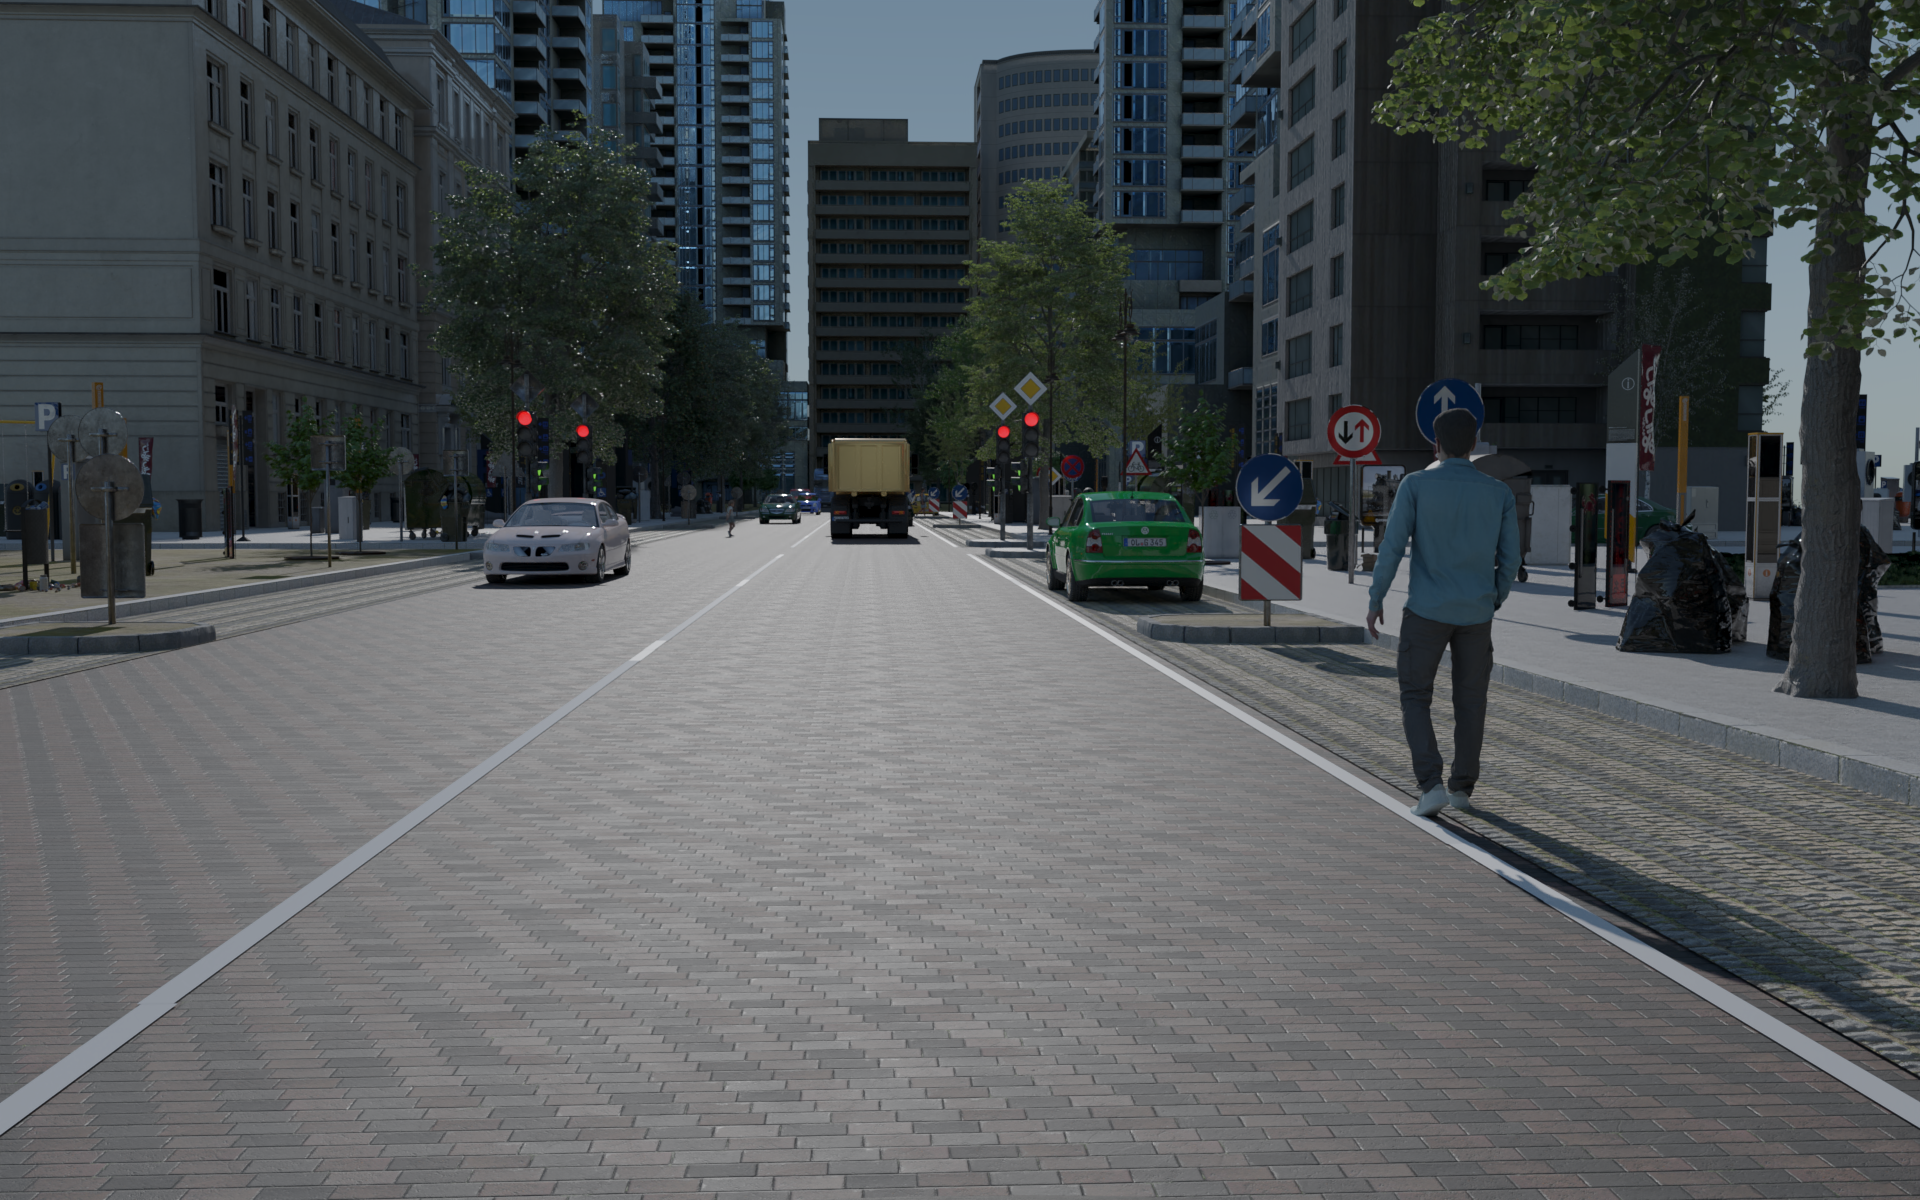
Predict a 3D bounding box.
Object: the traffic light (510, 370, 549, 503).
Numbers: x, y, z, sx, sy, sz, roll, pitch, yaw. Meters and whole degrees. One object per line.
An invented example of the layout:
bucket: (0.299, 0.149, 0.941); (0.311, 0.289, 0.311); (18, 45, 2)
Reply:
traffic light: (-9.749, -3.072, 39.155); (0.839, 4.253, 0.868); (0, 4, -3)

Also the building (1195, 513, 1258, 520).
building: (23.569, -47.836, 94.793); (22.319, 86.520, 31.000); (0, 4, -3)

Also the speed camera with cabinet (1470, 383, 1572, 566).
speed camera with cabinet: (9.929, -2.255, 31.212); (2.038, 3.252, 0.660); (0, 4, -1)

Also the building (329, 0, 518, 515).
building: (-33.238, -19.005, 96.639); (13.634, 28.700, 20.117); (0, 4, -3)

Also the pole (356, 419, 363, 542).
pole: (-16.011, -3.197, 46.117); (0.158, 3.312, 0.155); (0, 3, 0)

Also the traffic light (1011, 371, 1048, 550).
traffic light: (1.595, -3.111, 39.782); (0.839, 4.253, 0.868); (0, 4, -3)

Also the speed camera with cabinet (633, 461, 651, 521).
speed camera with cabinet: (-15.595, -5.396, 82.554); (2.038, 3.252, 0.660); (3, 5, 45)

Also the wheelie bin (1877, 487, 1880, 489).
wheelie bin: (43.877, -4.576, 82.731); (0.693, 1.594, 0.980); (3, 5, 44)

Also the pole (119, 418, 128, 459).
pole: (-22.435, -3.219, 46.467); (0.158, 3.312, 0.155); (0, 3, 0)

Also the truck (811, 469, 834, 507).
truck: (-14.709, -12.189, 189.045); (2.967, 4.110, 18.799); (0, 4, -5)

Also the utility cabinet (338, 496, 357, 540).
utility cabinet: (-17.255, -2.315, 49.008); (0.306, 1.237, 1.020); (-3, 5, -42)

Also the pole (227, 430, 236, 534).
pole: (-23.269, -3.760, 55.323); (0.158, 3.312, 0.155); (0, 3, 0)

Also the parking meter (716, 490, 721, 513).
parking meter: (-16.662, -6.804, 119.650); (0.372, 1.533, 0.369); (0, 3, 0)

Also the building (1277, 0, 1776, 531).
building: (20.473, -17.956, 65.290); (14.107, 30.474, 14.160); (0, 4, -3)

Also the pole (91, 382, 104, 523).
pole: (-15.734, -2.315, 31.688); (0.158, 3.312, 0.155); (0, 3, 0)

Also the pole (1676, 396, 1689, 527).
pole: (15.068, -2.587, 36.133); (0.158, 3.312, 0.155); (0, 3, 0)

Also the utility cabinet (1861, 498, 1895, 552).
utility cabinet: (15.126, -1.090, 28.982); (0.306, 1.237, 1.020); (-1, 4, -11)

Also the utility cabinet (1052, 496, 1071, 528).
utility cabinet: (3.841, -3.380, 66.419); (1.020, 1.237, 0.306); (0, 4, 5)

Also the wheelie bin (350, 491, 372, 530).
wheelie bin: (-21.545, -3.321, 62.200); (0.693, 1.594, 0.980); (-3, 5, -42)

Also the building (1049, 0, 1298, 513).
building: (19.865, -51.067, 147.622); (22.319, 86.520, 31.000); (0, 4, -3)

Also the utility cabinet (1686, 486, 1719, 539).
utility cabinet: (20.740, -2.436, 48.504); (1.173, 1.500, 0.318); (-2, 4, -31)

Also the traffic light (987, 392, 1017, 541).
traffic light: (1.163, -3.598, 47.756); (0.839, 4.253, 0.868); (0, 4, -3)

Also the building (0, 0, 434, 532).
building: (-33.528, -14.583, 71.722); (16.112, 22.955, 30.059); (0, 4, -3)

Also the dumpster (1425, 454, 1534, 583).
dumpster: (7.660, -1.224, 25.774); (1.264, 1.857, 1.865); (0, 4, -3)

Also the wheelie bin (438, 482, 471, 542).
wheelie bin: (-13.550, -2.360, 46.497); (0.693, 1.594, 0.980); (0, 4, 8)

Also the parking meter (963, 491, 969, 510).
parking meter: (0.411, -6.373, 112.607); (0.372, 1.533, 0.369); (0, 3, 0)

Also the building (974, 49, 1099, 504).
building: (16.417, -41.958, 228.018); (28.212, 58.520, 21.231); (0, 4, -3)

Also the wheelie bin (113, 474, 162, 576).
wheelie bin: (-13.116, -1.183, 27.256); (0.980, 1.594, 0.693); (-2, 4, -33)

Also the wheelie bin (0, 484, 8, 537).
wheelie bin: (-28.860, -2.705, 52.141); (0.980, 1.594, 0.693); (0, 4, -2)

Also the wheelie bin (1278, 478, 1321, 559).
wheelie bin: (6.609, -1.609, 34.209); (0.980, 1.594, 0.693); (0, 4, -8)

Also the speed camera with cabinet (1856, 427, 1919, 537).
speed camera with cabinet: (27.642, -3.494, 51.460); (2.038, 3.252, 0.660); (2, 4, 24)

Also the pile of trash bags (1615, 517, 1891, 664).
pile of trash bags: (6.961, -0.242, 13.705); (1.912, 1.369, 3.447); (-3, 5, -42)

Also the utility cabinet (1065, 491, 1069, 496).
utility cabinet: (6.499, -6.386, 113.085); (1.173, 1.500, 0.318); (1, 4, 11)

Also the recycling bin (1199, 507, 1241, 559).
recycling bin: (5.186, -1.351, 34.636); (0.722, 1.027, 0.722); (0, 4, -2)

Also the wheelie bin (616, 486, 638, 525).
wheelie bin: (-14.998, -4.332, 78.734); (0.980, 1.594, 0.693); (-2, 4, -31)

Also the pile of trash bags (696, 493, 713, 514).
pile of trash bags: (-16.880, -6.277, 112.379); (1.912, 1.369, 3.447); (1, 4, 15)

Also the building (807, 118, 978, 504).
building: (-8.951, -36.889, 226.828); (21.600, 48.544, 21.300); (0, 4, -3)

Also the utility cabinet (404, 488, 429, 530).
utility cabinet: (-19.139, -3.202, 61.029); (0.318, 1.500, 1.173); (1, 4, 11)

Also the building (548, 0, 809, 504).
building: (-35.250, -55.797, 224.946); (31.000, 86.520, 22.319); (0, 4, -3)

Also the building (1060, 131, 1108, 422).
building: (23.716, -29.677, 177.108); (32.217, 40.220, 23.993); (0, 4, -3)

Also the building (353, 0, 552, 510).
building: (-39.879, -50.301, 135.098); (22.319, 86.520, 31.000); (0, 4, -3)

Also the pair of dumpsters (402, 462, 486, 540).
pair of dumpsters: (-14.972, -2.921, 50.254); (1.574, 2.255, 4.437); (0, 4, -3)

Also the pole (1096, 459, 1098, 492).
pole: (7.954, -6.560, 101.105); (0.158, 3.312, 0.155); (0, 3, 0)

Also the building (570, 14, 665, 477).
building: (-45.597, -33.892, 173.744); (30.456, 49.044, 23.786); (0, 4, -3)

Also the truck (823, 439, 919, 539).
truck: (-3.077, -3.877, 59.318); (3.469, 3.379, 9.791); (0, 4, -3)

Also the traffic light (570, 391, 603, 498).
traffic light: (-10.181, -3.560, 47.128); (0.839, 4.253, 0.868); (0, 4, -3)

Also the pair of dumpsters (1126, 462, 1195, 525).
pair of dumpsters: (6.108, -3.046, 52.290); (1.574, 2.255, 4.437); (0, 4, -3)

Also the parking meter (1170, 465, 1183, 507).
parking meter: (4.363, -1.788, 34.951); (0.255, 1.863, 0.399); (1, 4, 10)

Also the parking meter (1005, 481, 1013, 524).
parking meter: (2.083, -4.240, 75.032); (0.399, 1.863, 0.255); (3, 5, 41)
